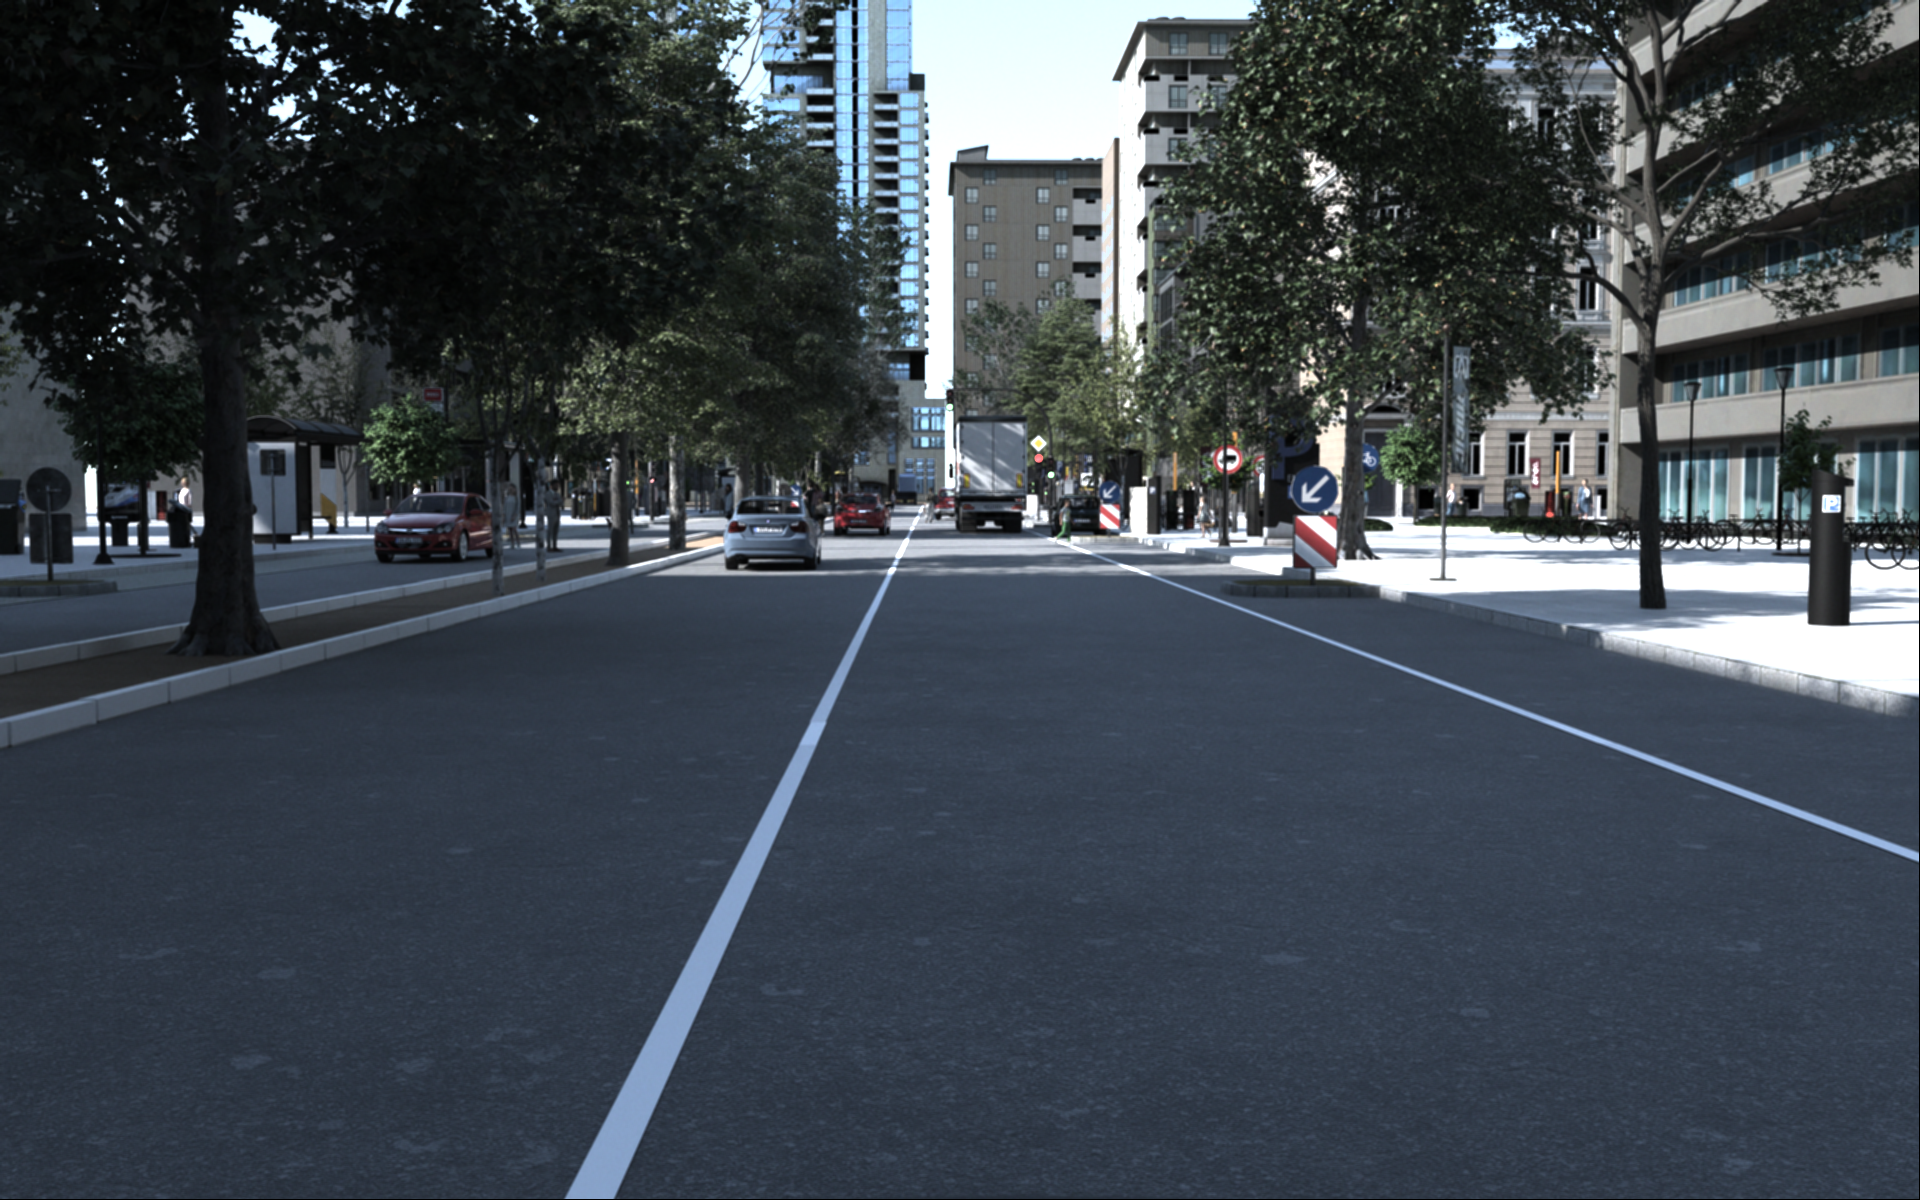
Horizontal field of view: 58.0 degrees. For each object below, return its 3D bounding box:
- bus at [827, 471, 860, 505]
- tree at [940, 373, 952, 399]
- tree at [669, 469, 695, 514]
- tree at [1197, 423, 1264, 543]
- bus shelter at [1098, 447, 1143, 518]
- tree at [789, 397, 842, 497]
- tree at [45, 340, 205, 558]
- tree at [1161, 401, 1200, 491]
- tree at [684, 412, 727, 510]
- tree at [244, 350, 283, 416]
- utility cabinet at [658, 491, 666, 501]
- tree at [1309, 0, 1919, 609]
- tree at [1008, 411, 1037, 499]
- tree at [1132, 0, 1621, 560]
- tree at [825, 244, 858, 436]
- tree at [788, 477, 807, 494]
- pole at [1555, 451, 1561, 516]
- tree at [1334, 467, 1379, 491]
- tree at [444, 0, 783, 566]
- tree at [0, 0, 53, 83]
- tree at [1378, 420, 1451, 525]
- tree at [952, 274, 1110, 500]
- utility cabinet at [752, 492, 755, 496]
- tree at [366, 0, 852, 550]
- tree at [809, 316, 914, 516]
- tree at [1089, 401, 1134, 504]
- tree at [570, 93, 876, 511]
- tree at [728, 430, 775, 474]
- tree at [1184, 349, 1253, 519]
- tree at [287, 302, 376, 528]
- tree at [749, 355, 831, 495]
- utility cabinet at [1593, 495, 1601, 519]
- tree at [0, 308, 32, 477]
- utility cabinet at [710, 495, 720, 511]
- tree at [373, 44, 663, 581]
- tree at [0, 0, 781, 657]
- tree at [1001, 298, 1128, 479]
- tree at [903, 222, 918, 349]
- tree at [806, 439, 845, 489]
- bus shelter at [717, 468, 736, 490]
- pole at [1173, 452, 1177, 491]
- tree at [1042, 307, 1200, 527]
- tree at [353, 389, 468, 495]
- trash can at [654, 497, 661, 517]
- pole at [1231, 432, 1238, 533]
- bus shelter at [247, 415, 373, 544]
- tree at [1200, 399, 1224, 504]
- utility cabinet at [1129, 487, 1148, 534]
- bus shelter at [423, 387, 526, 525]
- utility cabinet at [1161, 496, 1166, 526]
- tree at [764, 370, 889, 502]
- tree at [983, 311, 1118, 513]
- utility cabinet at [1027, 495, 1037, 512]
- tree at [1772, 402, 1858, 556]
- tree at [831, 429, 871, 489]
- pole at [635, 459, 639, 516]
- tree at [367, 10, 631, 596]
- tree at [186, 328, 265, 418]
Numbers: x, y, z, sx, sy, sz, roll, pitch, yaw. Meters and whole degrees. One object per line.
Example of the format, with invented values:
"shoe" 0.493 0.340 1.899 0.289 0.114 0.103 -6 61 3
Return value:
"bus" -12.526 -12.026 188.168 2.896 3.916 12.252 0 4 0
"tree" 4.637 -22.969 231.433 12.611 20.169 13.585 0 3 0
"tree" -17.910 -7.052 109.907 1.663 3.219 1.824 0 3 0
"tree" 7.109 -3.152 46.131 1.663 3.219 1.824 0 3 0
"bus shelter" 8.252 -5.982 89.084 1.731 3.624 6.357 0 4 -1
"tree" -7.714 -7.984 83.356 4.737 8.622 4.395 0 3 0
"tree" -16.808 -3.157 35.335 4.285 4.588 4.351 0 3 0
"tree" 16.503 -10.710 125.465 4.360 8.622 3.978 0 3 0
"tree" -22.163 -11.846 144.049 4.737 8.622 4.395 0 3 0
"tree" -23.606 -6.309 53.507 4.360 8.622 3.978 0 3 0
"utility cabinet" -21.030 -6.974 122.710 0.318 1.500 1.173 0 4 -2
"tree" 7.442 -5.185 19.187 7.601 10.594 8.767 0 4 6
"tree" 4.747 -11.573 139.587 4.737 8.622 4.395 0 3 0
"tree" 7.777 -7.125 33.507 9.611 12.733 9.660 0 3 0
"tree" -7.654 -8.840 65.123 7.486 12.596 7.792 0 3 0
"tree" -18.874 -12.324 196.098 1.663 3.219 1.824 0 3 0
"pole" 28.384 -5.402 82.173 0.158 3.312 0.155 0 3 0
"tree" 15.349 -4.462 67.561 1.663 3.219 1.824 0 3 0
"tree" -6.899 -6.970 34.549 7.486 12.596 7.792 0 3 0
"tree" -6.383 -3.387 8.205 4.360 8.622 3.978 0 3 0
"tree" 19.027 -5.422 72.362 4.285 4.588 4.351 0 3 0
"tree" 6.973 -17.912 148.745 12.611 20.169 13.585 0 3 0
"utility cabinet" -18.126 -8.749 151.725 0.318 1.500 1.173 0 4 -7
"tree" -8.438 -11.381 44.420 12.611 20.169 13.585 0 3 0
"tree" -8.291 -12.269 113.422 12.009 13.543 11.850 0 3 0
"tree" 10.932 -11.010 130.379 4.360 8.622 3.978 0 3 0
"tree" -7.153 -8.992 56.126 9.857 13.997 8.962 0 3 0
"tree" -18.418 -14.118 156.590 9.928 11.665 9.643 0 3 0
"tree" 15.227 -9.493 89.621 7.601 10.594 8.767 -1 4 -18
"tree" -23.387 -7.050 65.630 4.360 8.622 3.978 0 3 0
"tree" -7.646 -7.321 72.513 4.360 8.622 3.978 0 3 0
"utility cabinet" 30.652 -4.414 83.334 0.306 1.237 1.020 1 4 18
"tree" -26.218 -5.751 44.398 4.737 8.622 4.395 0 3 0
"utility cabinet" -19.794 -7.824 139.089 0.306 1.237 1.020 -2 4 -26
"tree" -6.891 -4.621 28.374 4.360 8.622 3.978 0 3 0
"tree" -6.612 -5.867 15.394 9.611 12.733 9.660 0 3 0
"tree" 6.076 -11.164 100.651 7.486 12.596 7.792 0 3 0
"tree" -9.460 -14.830 100.809 12.611 20.169 13.585 0 3 0
"tree" -19.420 -19.329 233.028 9.611 12.733 9.660 0 3 0
"bus shelter" -17.969 -8.769 137.299 2.014 3.302 5.546 0 4 -1
"pole" 10.478 -5.537 84.368 0.158 3.312 0.155 0 3 0
"tree" 6.270 -7.213 68.295 4.737 8.622 4.395 0 3 0
"tree" -17.197 -4.315 54.256 4.285 4.588 4.351 0 3 0
"trash can" -17.035 -5.215 96.914 0.748 1.137 0.748 0 3 0
"pole" 9.010 -3.849 56.778 0.158 3.312 0.155 0 3 0
"bus shelter" -17.872 -3.256 47.159 2.014 3.302 5.546 0 4 -1
"tree" 13.523 -9.233 101.328 4.737 8.622 4.395 0 3 0
"utility cabinet" 5.896 -2.892 55.968 0.318 1.500 1.173 -1 4 -22
"bus shelter" -19.086 -5.509 67.706 2.179 5.291 8.768 0 4 -1
"utility cabinet" 8.114 -3.558 69.331 0.306 1.237 1.020 1 4 10
"tree" -7.869 -9.423 90.942 8.767 10.594 7.601 0 4 -1
"tree" 6.334 -12.607 116.492 12.009 13.543 11.850 0 3 0
"utility cabinet" 5.240 -6.893 123.869 1.020 1.237 0.306 3 5 44
"tree" 17.398 -2.530 35.969 1.663 3.219 1.824 0 3 0
"tree" -8.310 -10.395 122.776 4.360 8.622 3.978 0 3 0
"pole" -18.592 -6.475 99.710 0.158 3.312 0.155 0 3 0
"tree" -6.420 -4.338 23.742 4.737 8.622 4.395 0 3 0
"tree" -24.428 -6.683 59.630 4.737 8.622 4.395 0 3 0
